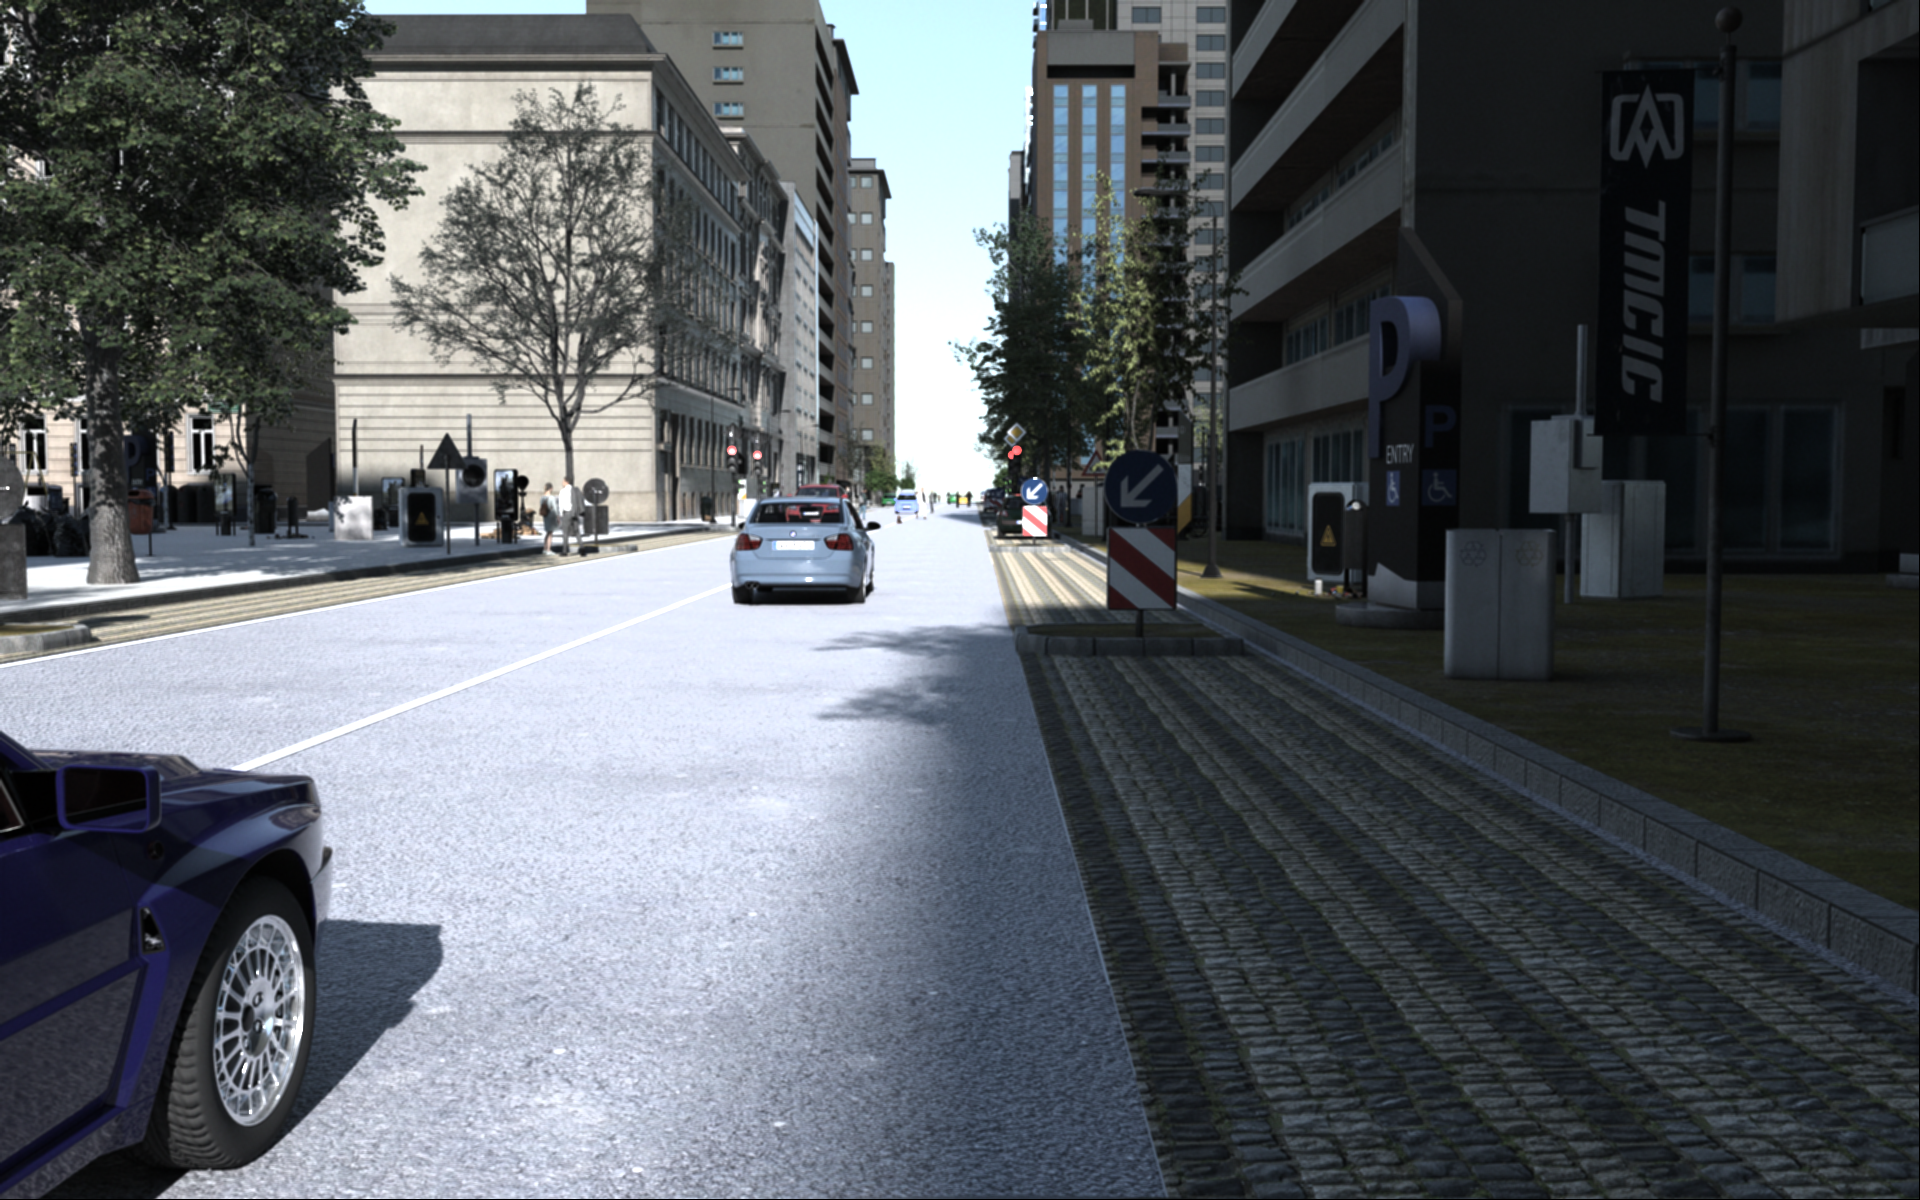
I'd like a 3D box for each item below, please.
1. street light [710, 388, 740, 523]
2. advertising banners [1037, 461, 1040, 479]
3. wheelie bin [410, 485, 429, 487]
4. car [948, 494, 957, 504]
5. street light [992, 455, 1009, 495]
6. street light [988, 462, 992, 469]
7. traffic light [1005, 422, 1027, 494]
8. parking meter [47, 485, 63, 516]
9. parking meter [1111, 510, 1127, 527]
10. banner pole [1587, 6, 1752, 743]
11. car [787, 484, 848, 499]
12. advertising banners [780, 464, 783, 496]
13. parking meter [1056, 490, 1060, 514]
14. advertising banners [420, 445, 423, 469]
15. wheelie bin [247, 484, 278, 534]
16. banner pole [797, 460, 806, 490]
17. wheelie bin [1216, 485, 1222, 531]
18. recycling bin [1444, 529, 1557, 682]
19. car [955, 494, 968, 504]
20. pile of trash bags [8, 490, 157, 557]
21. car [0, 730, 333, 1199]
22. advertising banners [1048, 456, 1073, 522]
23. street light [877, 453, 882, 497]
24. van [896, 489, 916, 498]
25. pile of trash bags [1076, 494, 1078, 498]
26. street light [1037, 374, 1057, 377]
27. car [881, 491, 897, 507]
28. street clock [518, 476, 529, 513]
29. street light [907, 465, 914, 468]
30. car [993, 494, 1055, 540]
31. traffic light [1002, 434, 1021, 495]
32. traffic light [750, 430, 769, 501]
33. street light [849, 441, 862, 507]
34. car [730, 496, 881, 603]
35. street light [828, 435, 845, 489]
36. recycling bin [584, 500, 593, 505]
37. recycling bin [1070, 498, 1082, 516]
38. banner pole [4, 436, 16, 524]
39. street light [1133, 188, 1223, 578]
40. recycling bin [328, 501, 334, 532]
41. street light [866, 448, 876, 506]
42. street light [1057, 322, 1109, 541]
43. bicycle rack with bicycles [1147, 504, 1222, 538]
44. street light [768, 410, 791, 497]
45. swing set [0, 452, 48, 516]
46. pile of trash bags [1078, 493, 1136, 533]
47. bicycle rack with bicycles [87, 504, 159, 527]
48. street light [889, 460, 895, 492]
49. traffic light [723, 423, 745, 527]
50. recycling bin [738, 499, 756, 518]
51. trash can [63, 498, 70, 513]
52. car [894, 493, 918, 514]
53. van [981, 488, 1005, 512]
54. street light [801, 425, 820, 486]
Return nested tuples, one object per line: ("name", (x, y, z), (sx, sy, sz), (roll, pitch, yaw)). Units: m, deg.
("street light", (-10.272, -6.308, 75.670), (1.470, 5.913, 1.316), (0, 4, 0))
("advertising banners", (4.433, -5.940, 93.303), (0.090, 3.025, 2.074), (1, 4, 20))
("wheelie bin", (-18.320, -3.113, 58.809), (0.980, 1.594, 0.693), (0, 4, -2))
("car", (-0.736, -14.329, 243.081), (1.959, 1.807, 4.718), (0, 4, -1))
("street light", (4.833, -14.329, 206.814), (1.470, 5.913, 1.316), (0, 4, 0))
("street light", (5.130, -16.953, 249.717), (1.470, 5.913, 1.316), (0, 4, 0))
("traffic light", (2.199, -4.819, 67.713), (0.839, 4.253, 0.868), (0, 4, 0))
("parking meter", (-25.043, -2.418, 47.950), (0.372, 1.533, 0.369), (0, 3, 0))
("parking meter", (4.145, -2.420, 45.275), (0.399, 1.863, 0.255), (-3, 4, -39))
("banner pole", (3.724, -1.163, 9.040), (0.863, 3.779, 0.401), (0, 4, 7))
("car", (-5.243, -3.423, 64.634), (2.281, 1.827, 5.304), (0, 4, 2))
("advertising banners", (-10.540, -6.445, 101.571), (0.090, 3.025, 2.074), (0, 4, 4))
("parking meter", (6.376, -6.308, 111.549), (0.372, 1.533, 0.369), (0, 3, 0))
("advertising banners", (-18.781, -3.957, 60.887), (0.090, 3.025, 2.074), (-2, 4, -25))
("wheelie bin", (-22.623, -2.960, 56.298), (0.693, 1.594, 0.980), (3, 4, 37))
("banner pole", (-11.437, -8.305, 125.803), (0.863, 3.779, 0.401), (-1, 4, -17))
("wheelie bin", (9.046, -3.177, 59.853), (0.980, 1.594, 0.693), (-1, 4, -13))
("recycling bin", (3.801, 0.020, 12.231), (0.722, 1.027, 0.722), (1, 4, 15))
("car", (0.416, -12.878, 220.780), (2.015, 1.641, 3.980), (0, 4, 0))
("pile of trash bags", (-18.185, -1.608, 36.050), (3.447, 1.369, 1.912), (1, 4, 17))
("car", (-2.391, 0.612, 2.567), (1.945, 1.354, 3.894), (0, 4, 2))
("advertising banners", (4.595, -5.056, 78.854), (0.090, 3.025, 2.074), (2, 4, 35))
("street light", (-9.449, -13.549, 194.072), (1.470, 5.913, 1.316), (0, 4, 0))
("van", (-4.754, -9.127, 156.238), (2.013, 2.044, 4.112), (0, 4, -1))
("pile of trash bags", (9.828, -6.935, 123.147), (3.447, 1.369, 1.912), (2, 4, 29))
("street light", (3.685, -5.778, 67.008), (1.470, 5.913, 1.316), (0, 4, 0))
("car", (-7.701, -11.102, 190.321), (1.959, 1.807, 4.718), (0, 4, 1))
("street clock", (-17.079, -3.856, 67.623), (0.471, 2.002, 0.358), (0, 4, -7))
("street light", (-8.514, -19.799, 296.254), (1.470, 5.913, 1.316), (0, 4, 0))
("car", (2.056, -2.805, 55.655), (2.009, 1.686, 4.222), (0, 4, 1))
("traffic light", (2.261, -5.307, 75.698), (0.839, 4.253, 0.868), (0, 4, 0))
("traffic light", (-8.800, -5.312, 75.767), (0.839, 4.253, 0.868), (0, 4, 0))
("street light", (-9.651, -10.990, 152.224), (1.470, 5.913, 1.316), (0, 4, 0))
("car", (-2.120, -0.732, 23.976), (2.014, 1.417, 4.499), (0, 4, 0))
("street light", (-9.838, -10.071, 137.202), (1.470, 5.913, 1.316), (0, 4, 0))
("recycling bin", (-16.529, -3.872, 75.862), (0.722, 1.027, 0.722), (-2, 4, -28))
("recycling bin", (7.009, -5.546, 103.239), (0.722, 1.027, 0.722), (3, 5, 39))
("banner pole", (-41.308, -5.221, 75.379), (0.401, 3.779, 0.863), (0, 4, 7))
("street light", (3.328, -3.297, 26.447), (1.470, 5.913, 1.316), (0, 4, 0))
("recycling bin", (-21.074, -2.853, 59.198), (0.722, 1.027, 0.722), (1, 4, 10))
("street light", (-9.465, -12.291, 173.504), (1.470, 5.913, 1.316), (0, 4, 0))
("street light", (3.456, -4.546, 46.870), (1.470, 5.913, 1.316), (0, 4, 0))
("bicycle rack with bicycles", (6.618, -2.318, 51.278), (2.925, 0.926, 2.852), (1, 4, 23))
("street light", (-10.056, -7.539, 95.808), (1.470, 5.913, 1.316), (0, 4, 0))
("swing set", (-35.690, -4.059, 63.980), (3.119, 2.851, 2.862), (0, 3, 0))
("pile of trash bags", (4.908, -2.810, 55.691), (1.912, 1.369, 3.447), (0, 4, 1))
("bicycle rack with bicycles", (-28.815, -2.839, 59.807), (2.852, 0.926, 2.925), (-2, 4, -24))
("street light", (-9.136, -14.781, 214.210), (1.470, 5.913, 1.316), (0, 4, 0))
("traffic light", (-8.862, -4.823, 67.782), (0.839, 4.253, 0.868), (0, 4, 0))
("recycling bin", (-11.245, -4.837, 91.637), (0.722, 1.027, 0.722), (-3, 4, -38))
("trash can", (-35.088, -3.418, 67.542), (0.748, 1.137, 0.748), (0, 3, 0))
("car", (-3.905, -7.199, 127.291), (1.945, 1.707, 3.694), (0, 4, -1))
("van", (2.590, -7.590, 131.104), (2.013, 2.044, 4.112), (0, 4, 1))
("street light", (-10.085, -8.790, 116.259), (1.470, 5.913, 1.316), (0, 4, 0))
